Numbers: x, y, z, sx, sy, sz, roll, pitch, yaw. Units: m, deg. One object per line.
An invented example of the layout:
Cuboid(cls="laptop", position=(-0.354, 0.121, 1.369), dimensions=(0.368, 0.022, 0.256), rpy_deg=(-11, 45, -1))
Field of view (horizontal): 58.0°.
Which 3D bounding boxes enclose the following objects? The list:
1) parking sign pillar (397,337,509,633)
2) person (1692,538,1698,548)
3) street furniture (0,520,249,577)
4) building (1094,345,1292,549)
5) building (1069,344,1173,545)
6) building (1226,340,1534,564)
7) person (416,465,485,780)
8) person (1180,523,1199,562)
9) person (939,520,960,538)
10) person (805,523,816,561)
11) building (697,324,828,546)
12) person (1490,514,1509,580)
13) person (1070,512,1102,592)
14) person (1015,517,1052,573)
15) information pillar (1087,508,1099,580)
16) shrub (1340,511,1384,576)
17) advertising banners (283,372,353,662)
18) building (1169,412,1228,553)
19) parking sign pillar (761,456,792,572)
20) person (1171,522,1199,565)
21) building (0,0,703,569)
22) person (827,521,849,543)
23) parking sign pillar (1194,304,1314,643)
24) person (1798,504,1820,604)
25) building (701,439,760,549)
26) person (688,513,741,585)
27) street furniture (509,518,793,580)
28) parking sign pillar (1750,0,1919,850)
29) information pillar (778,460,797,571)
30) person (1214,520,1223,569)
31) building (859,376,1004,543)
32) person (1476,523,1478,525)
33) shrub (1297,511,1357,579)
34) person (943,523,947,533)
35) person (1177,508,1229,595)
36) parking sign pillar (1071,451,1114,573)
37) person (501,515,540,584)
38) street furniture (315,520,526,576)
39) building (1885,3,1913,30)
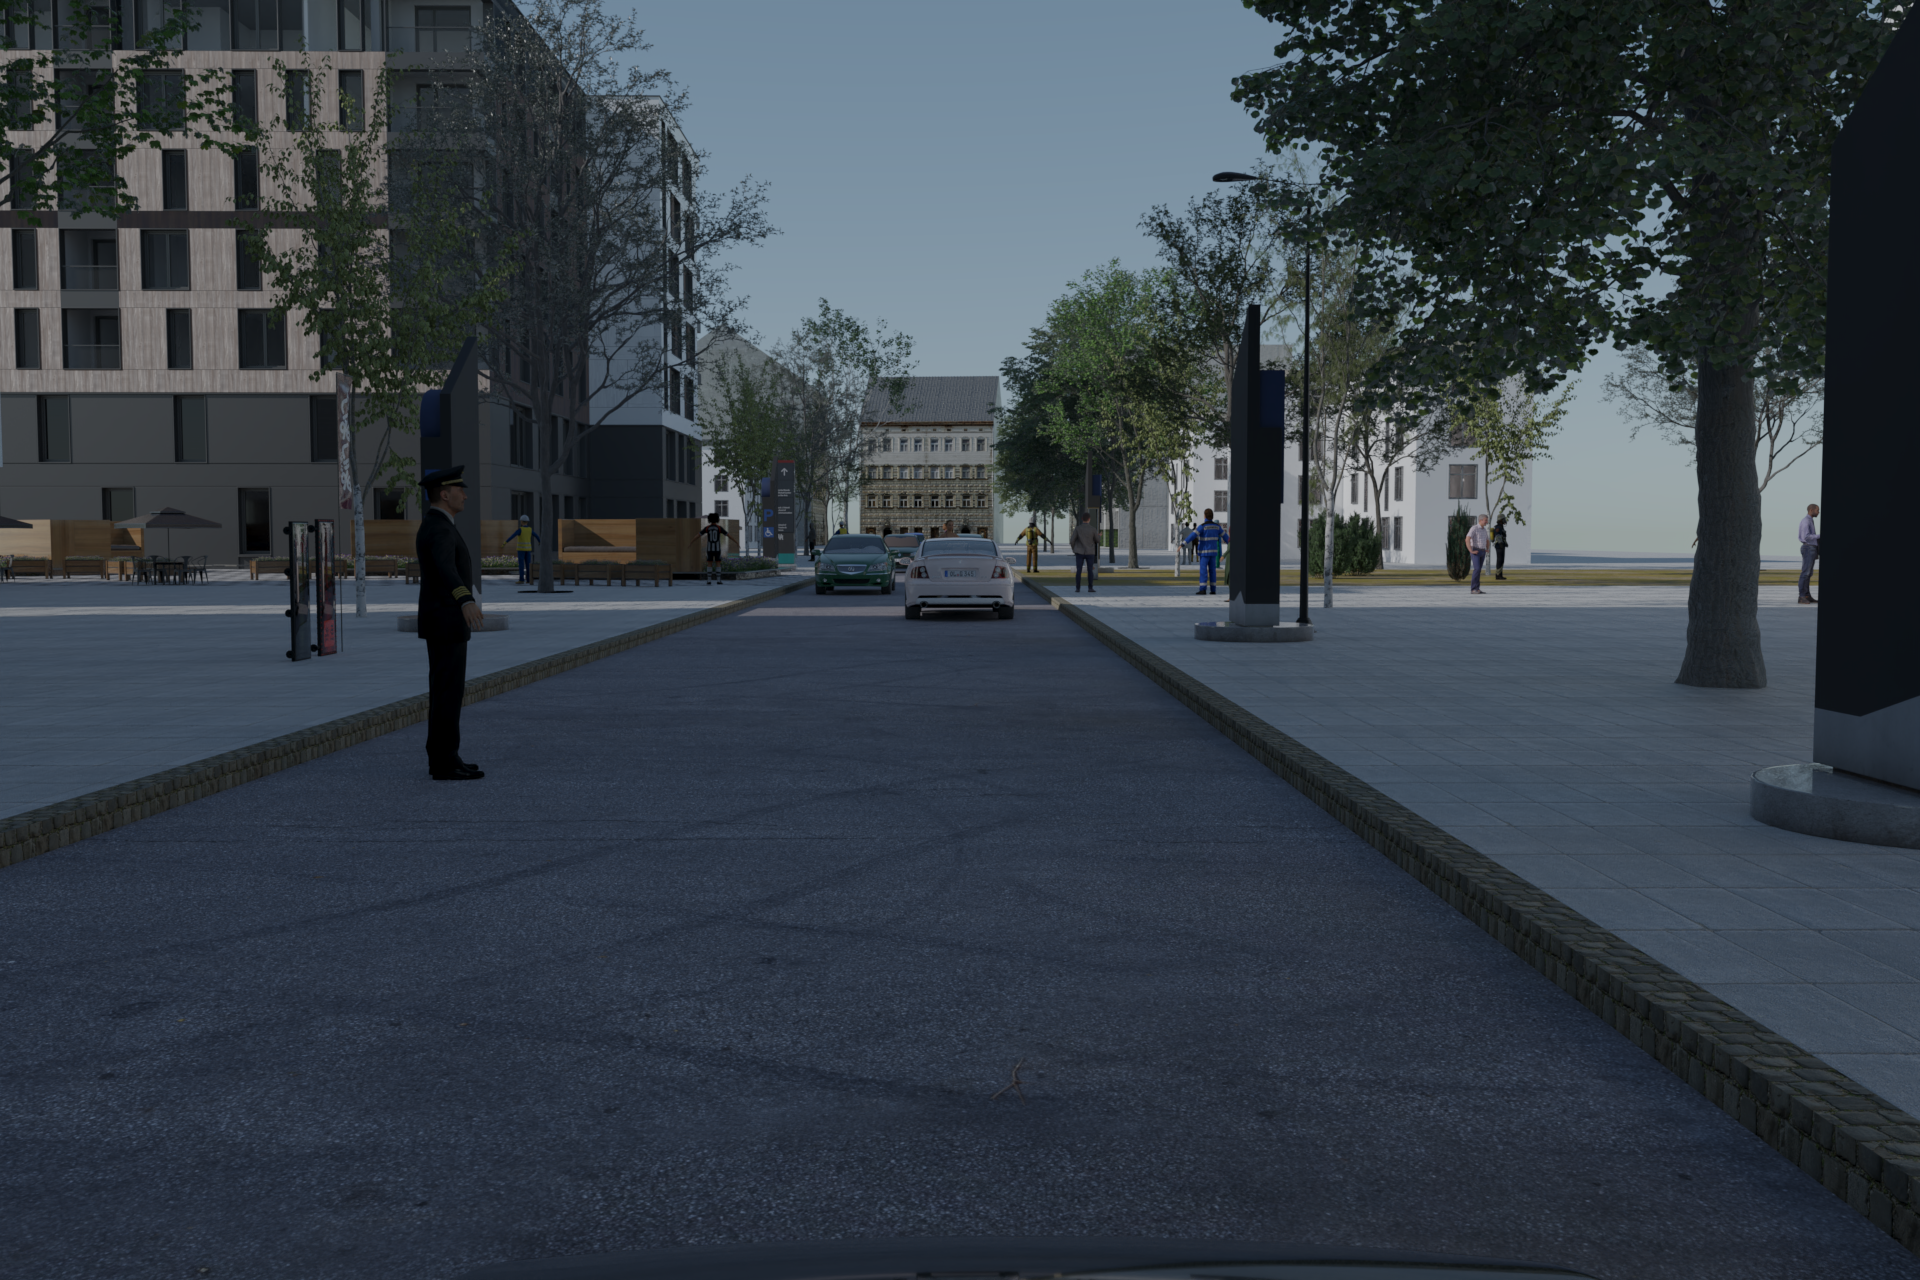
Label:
Cuboid(cls="parking sign pillar", position=(-6.785, -2.117, 23.091), dimensions=(1.447, 3.967, 1.447), rpy_deg=(0, 3, 0))
Cuboid(cls="person", position=(19.801, -2.416, 45.351), dimensions=(0.705, 1.847, 1.347), rpy_deg=(-3, 5, -44))
Cuboid(cls="street furniture", position=(-30.432, -3.049, 56.705), dimensions=(9.812, 1.723, 11.010), rpy_deg=(3, 4, 36))
Cuboid(cls="building", position=(22.577, -18.574, 170.147), dimensions=(16.747, 18.905, 31.486), rpy_deg=(0, 3, 0))
Cuboid(cls="building", position=(22.498, -22.538, 199.422), dimensions=(19.493, 23.208, 18.063), rpy_deg=(0, 4, 0))
Cuboid(cls="building", position=(20.307, -8.963, 88.691), dimensions=(9.099, 9.664, 28.070), rpy_deg=(0, 4, 0))
Cuboid(cls="person", position=(-3.000, -0.111, 10.205), dimensions=(0.705, 1.837, 1.347), rpy_deg=(-1, 4, -22))
Cuboid(cls="person", position=(10.765, -4.482, 79.424), dimensions=(1.346, 1.812, 0.704), rpy_deg=(0, 4, 4))
Cuboid(cls="person", position=(-0.184, -1.657, 36.349), dimensions=(1.217, 1.733, 0.721), rpy_deg=(-1, 4, -19))
Cuboid(cls="person", position=(-6.960, -4.588, 81.134), dimensions=(0.705, 1.813, 1.348), rpy_deg=(-1, 4, -22))
Cuboid(cls="building", position=(-24.662, -21.964, 190.032), dimensions=(19.493, 23.208, 18.063), rpy_deg=(0, 4, 1))
Cuboid(cls="person", position=(15.190, -2.617, 48.572), dimensions=(0.705, 1.856, 1.354), rpy_deg=(2, 4, 23))
Cuboid(cls="person", position=(2.798, -1.936, 38.234), dimensions=(0.617, 1.759, 0.750), rpy_deg=(1, 4, 17))
Cuboid(cls="person", position=(2.408, -3.160, 57.428), dimensions=(1.354, 1.858, 0.705), rpy_deg=(2, 4, 26))
Cuboid(cls="information pillar", position=(3.700, -2.678, 48.272), dimensions=(0.304, 2.012, 0.304), rpy_deg=(0, 3, 0))
Cuboid(cls="shrub", position=(12.055, -2.947, 52.610), dimensions=(1.690, 2.028, 1.600), rpy_deg=(0, 3, 0))
Cuboid(cls="advertising banners", position=(-6.714, -1.350, 18.254), dimensions=(0.090, 3.025, 2.074), rpy_deg=(0, 4, -1))
Cuboid(cls="building", position=(20.501, -10.844, 119.451), dimensions=(9.099, 9.664, 28.070), rpy_deg=(0, 3, 0))
Cuboid(cls="parking sign pillar", position=(-6.491, -4.332, 59.293), dimensions=(1.447, 3.967, 1.447), rpy_deg=(0, 4, 0))
Cuboid(cls="person", position=(9.496, -4.055, 72.484), dimensions=(1.347, 1.806, 0.705), rpy_deg=(0, 4, -3))
Cuboid(cls="building", position=(-27.852, -14.353, 78.650), dimensions=(27.936, 21.610, 32.646), rpy_deg=(0, 4, -1))
Cuboid(cls="person", position=(-5.183, -4.255, 75.541), dimensions=(1.349, 1.833, 0.705), rpy_deg=(-3, 5, -42))
Cuboid(cls="parking sign pillar", position=(3.588, -1.993, 21.052), dimensions=(1.447, 3.967, 1.447), rpy_deg=(0, 4, 0))
Cuboid(cls="person", position=(15.734, -1.585, 31.827), dimensions=(0.599, 1.838, 0.709), rpy_deg=(2, 4, 33))
Cuboid(cls="building", position=(-23.709, -13.768, 167.262), dimensions=(9.099, 9.664, 28.070), rpy_deg=(0, 4, -1))
Cuboid(cls="person", position=(-6.253, -2.317, 44.027), dimensions=(1.345, 1.843, 0.704), rpy_deg=(0, 4, -3))
Cuboid(cls="street furniture", position=(-7.909, -2.746, 51.752), dimensions=(9.812, 1.723, 11.010), rpy_deg=(0, 4, 6))
Cuboid(cls="parking sign pillar", position=(4.280, -1.165, 7.523), dimensions=(1.447, 3.967, 1.447), rpy_deg=(0, 4, 0))
Cuboid(cls="information pillar", position=(-6.137, -4.379, 60.976), dimensions=(0.750, 3.857, 0.750), rpy_deg=(0, 4, -1))
Cuboid(cls="person", position=(9.447, -3.518, 63.647), dimensions=(0.704, 1.817, 1.347), rpy_deg=(-3, 4, -37))
Cuboid(cls="building", position=(-3.614, -24.855, 239.772), dimensions=(18.063, 23.208, 19.493), rpy_deg=(0, 4, 5))
Cuboid(cls="person", position=(22.032, -4.110, 73.923), dimensions=(1.216, 1.740, 0.721), rpy_deg=(-3, 5, -43))
Cuboid(cls="shrub", position=(10.541, -2.794, 49.731), dimensions=(1.661, 2.075, 1.752), rpy_deg=(0, 3, 0))
Cuboid(cls="person", position=(-0.474, -2.964, 57.137), dimensions=(0.704, 1.802, 1.346), rpy_deg=(1, 4, 9))
Cuboid(cls="person", position=(5.223, -1.872, 36.578), dimensions=(1.345, 1.831, 0.704), rpy_deg=(-1, 4, -21))
Cuboid(cls="parking sign pillar", position=(4.379, -4.200, 57.147), dimensions=(1.447, 3.967, 1.447), rpy_deg=(0, 4, 0))
Cuboid(cls="person", position=(-11.318, -2.346, 44.826), dimensions=(0.721, 1.772, 1.216), rpy_deg=(3, 5, 42))
Cuboid(cls="street furniture", position=(-18.380, -2.981, 55.591), dimensions=(9.812, 1.723, 11.010), rpy_deg=(-1, 4, -17))
Cuboid(cls="building", position=(23.082, -10.729, 31.835), dimensions=(16.016, 20.090, 11.380), rpy_deg=(0, 4, 0))
